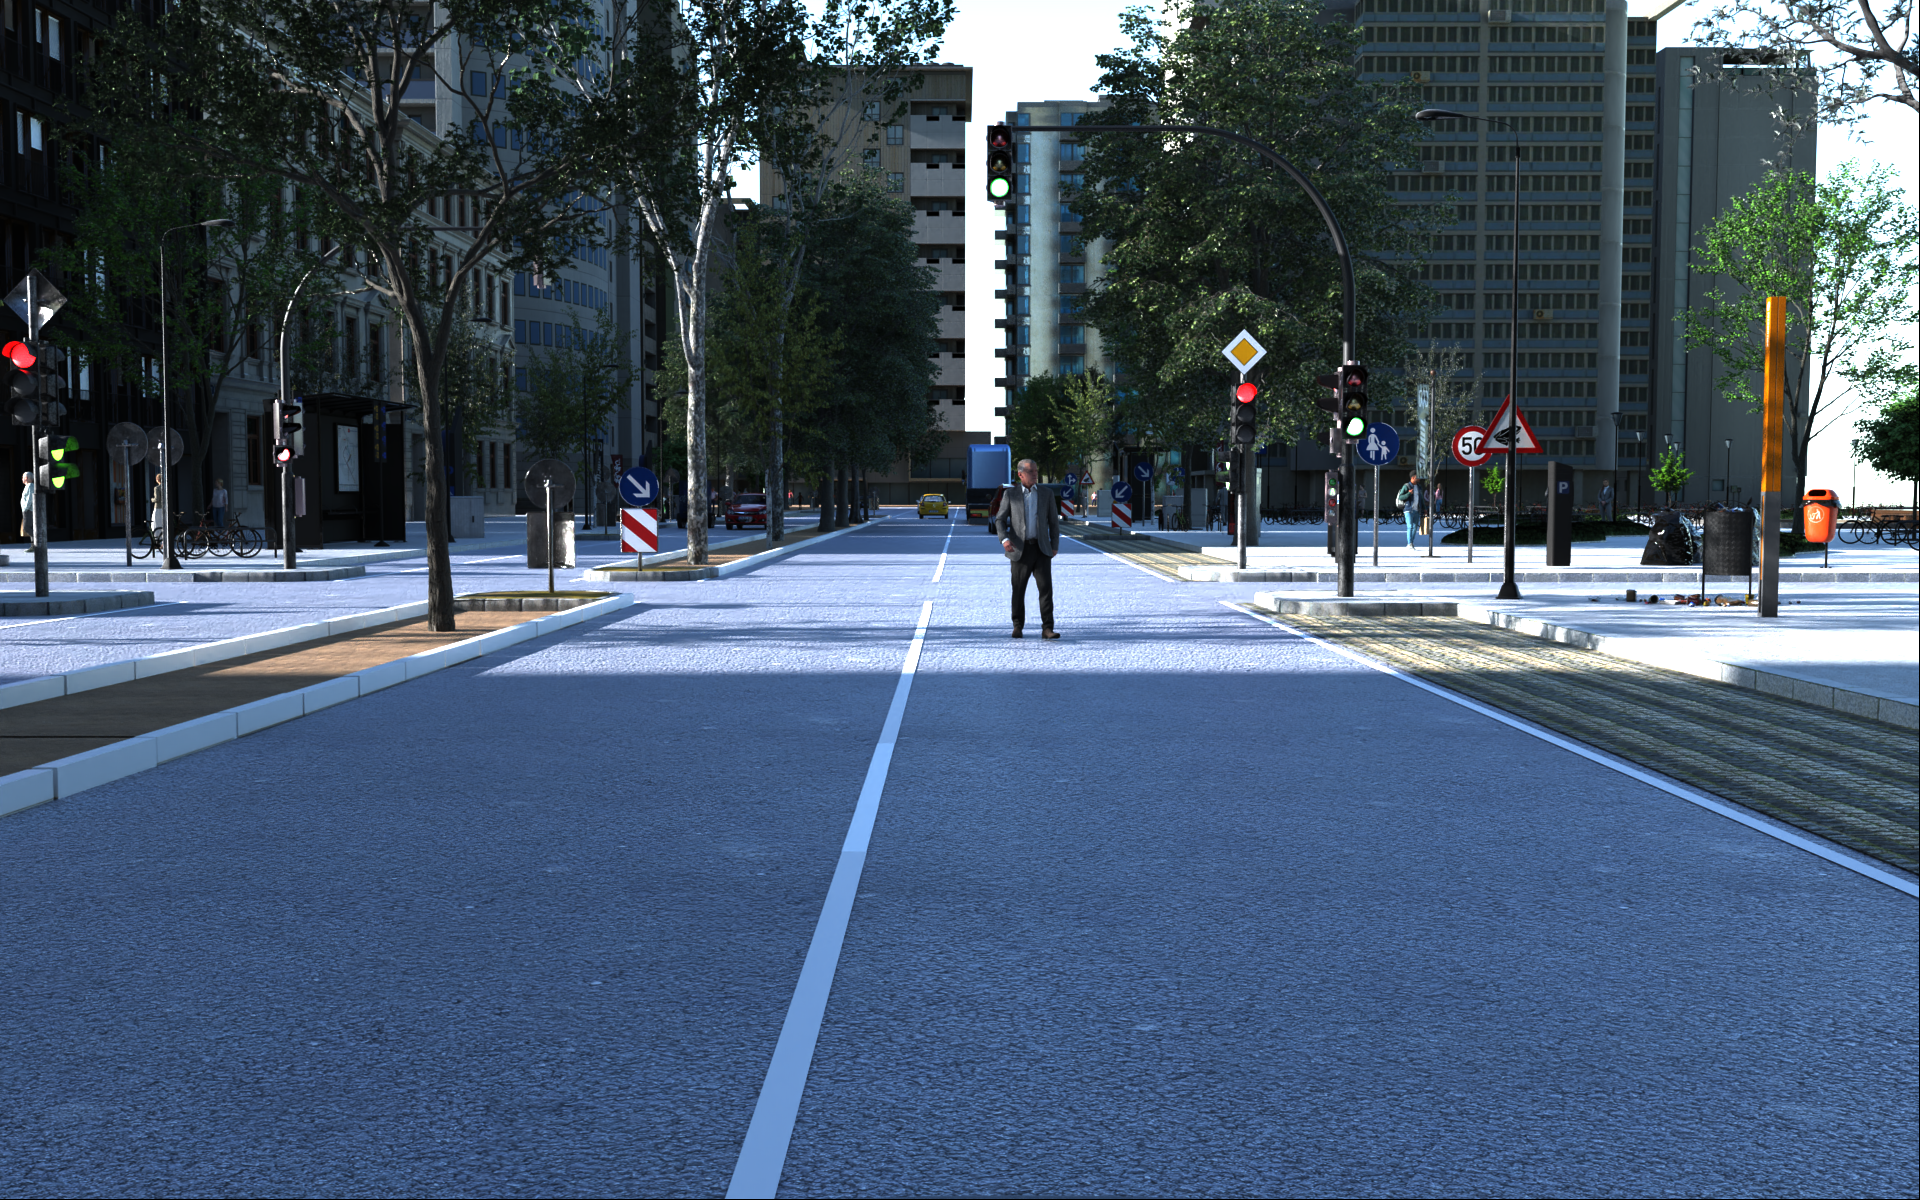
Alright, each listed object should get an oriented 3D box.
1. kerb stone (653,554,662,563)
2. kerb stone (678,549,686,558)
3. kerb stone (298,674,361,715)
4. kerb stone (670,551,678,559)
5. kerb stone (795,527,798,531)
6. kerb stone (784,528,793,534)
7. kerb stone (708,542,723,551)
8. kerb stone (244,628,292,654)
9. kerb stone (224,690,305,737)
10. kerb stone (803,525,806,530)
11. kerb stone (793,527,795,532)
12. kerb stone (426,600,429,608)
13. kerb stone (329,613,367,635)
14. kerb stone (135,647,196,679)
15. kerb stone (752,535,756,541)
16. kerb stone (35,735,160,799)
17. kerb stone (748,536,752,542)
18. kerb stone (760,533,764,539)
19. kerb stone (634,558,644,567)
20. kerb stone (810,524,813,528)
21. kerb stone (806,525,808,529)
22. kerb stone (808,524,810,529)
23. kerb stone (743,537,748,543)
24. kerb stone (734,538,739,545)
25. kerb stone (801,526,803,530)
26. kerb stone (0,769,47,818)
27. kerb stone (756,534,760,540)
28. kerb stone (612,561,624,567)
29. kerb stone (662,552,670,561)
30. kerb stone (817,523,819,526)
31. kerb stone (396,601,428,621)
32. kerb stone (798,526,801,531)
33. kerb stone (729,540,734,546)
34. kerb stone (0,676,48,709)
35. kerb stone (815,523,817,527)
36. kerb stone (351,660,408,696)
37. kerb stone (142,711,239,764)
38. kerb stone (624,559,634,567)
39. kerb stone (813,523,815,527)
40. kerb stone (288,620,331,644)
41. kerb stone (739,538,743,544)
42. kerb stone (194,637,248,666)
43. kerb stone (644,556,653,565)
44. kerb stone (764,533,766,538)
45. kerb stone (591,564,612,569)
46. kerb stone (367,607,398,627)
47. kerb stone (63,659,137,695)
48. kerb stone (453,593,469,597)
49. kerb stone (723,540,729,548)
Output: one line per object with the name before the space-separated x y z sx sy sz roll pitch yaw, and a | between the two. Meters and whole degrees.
kerb stone | -6.366 -0.829 35.823 0.120 0.150 1.000 0 3 0
kerb stone | -6.358 -1.021 38.896 0.120 0.150 1.000 0 3 0
kerb stone | -4.300 0.647 11.701 0.120 0.150 1.000 0 3 0
kerb stone | -6.355 -0.959 37.872 0.120 0.150 1.000 0 3 0
kerb stone | -6.321 -2.651 65.535 0.120 0.150 1.000 0 3 0
kerb stone | -6.330 -2.522 63.491 0.120 0.150 1.000 0 3 0
kerb stone | -6.357 -1.397 45.038 0.120 0.150 1.000 0 3 0
kerb stone | -6.388 0.388 15.844 0.120 0.150 1.000 0 3 0
kerb stone | -4.302 0.704 10.677 0.120 0.150 1.000 0 3 0
kerb stone | -6.323 -2.838 68.617 0.120 0.150 1.000 0 3 0
kerb stone | -6.332 -2.584 64.513 0.120 0.150 1.000 0 3 0
kerb stone | -6.382 0.076 20.969 0.120 0.150 1.000 0 3 0
kerb stone | -6.390 0.263 17.896 0.120 0.150 1.000 0 3 0
kerb stone | -6.389 0.517 13.801 0.120 0.150 1.000 0 3 0
kerb stone | -6.344 -1.835 52.201 0.120 0.150 1.000 0 3 0
kerb stone | -4.293 0.830 8.627 0.120 0.150 1.000 0 3 0
kerb stone | -6.346 -1.773 51.178 0.120 0.150 1.000 0 3 0
kerb stone | -6.334 -1.961 54.256 0.120 0.150 1.000 0 3 0
kerb stone | -6.369 -0.707 33.775 0.120 0.150 1.000 0 3 0
kerb stone | -6.310 -3.027 71.692 0.120 0.150 1.000 0 3 0
kerb stone | -6.322 -2.902 69.639 0.120 0.150 1.000 0 3 0
kerb stone | -6.318 -2.964 70.662 0.120 0.150 1.000 0 3 0
kerb stone | -6.342 -1.710 50.156 0.120 0.150 1.000 0 3 0
kerb stone | -6.344 -1.585 48.107 0.120 0.150 1.000 0 3 0
kerb stone | -6.323 -2.776 67.590 0.120 0.150 1.000 0 3 0
kerb stone | -4.303 0.898 7.604 0.120 0.150 1.000 0 3 0
kerb stone | -6.340 -1.898 53.232 0.120 0.150 1.000 0 3 0
kerb stone | -6.369 -0.583 31.730 0.120 0.150 1.000 0 3 0
kerb stone | -6.360 -0.896 36.850 0.120 0.150 1.000 0 3 0
kerb stone | -6.306 -3.216 74.772 0.120 0.150 1.000 0 3 0
kerb stone | -6.378 0.138 19.946 0.120 0.150 1.000 0 3 0
kerb stone | -6.334 -2.709 66.564 0.120 0.150 1.000 0 3 0
kerb stone | -6.350 -1.522 47.085 0.120 0.150 1.000 0 3 0
kerb stone | -6.397 0.643 11.752 0.120 0.150 1.000 0 3 0
kerb stone | -6.316 -3.153 73.750 0.120 0.150 1.000 0 3 0
kerb stone | -4.295 0.579 12.724 0.120 0.150 1.000 0 3 0
kerb stone | -4.301 0.767 9.649 0.120 0.150 1.000 0 3 0
kerb stone | -6.363 -0.641 32.753 0.120 0.150 1.000 0 3 0
kerb stone | -6.312 -3.087 72.722 0.120 0.150 1.000 0 3 0
kerb stone | -6.394 0.326 16.866 0.120 0.150 1.000 0 3 0
kerb stone | -6.347 -1.645 49.134 0.120 0.150 1.000 0 3 0
kerb stone | -6.388 0.451 14.822 0.120 0.150 1.000 0 3 0
kerb stone | -6.365 -0.765 34.798 0.120 0.150 1.000 0 3 0
kerb stone | -6.331 -2.023 55.279 0.120 0.150 1.000 0 3 0
kerb stone | -6.380 -0.517 30.708 0.120 0.150 1.000 0 3 0
kerb stone | -6.389 0.205 18.918 0.120 0.150 1.000 0 3 0
kerb stone | -6.389 0.576 12.774 0.120 0.150 1.000 0 3 0
kerb stone | -6.381 0.013 21.991 0.120 0.150 1.000 0 3 0
kerb stone | -6.346 -1.453 46.061 0.120 0.150 1.000 0 3 0
